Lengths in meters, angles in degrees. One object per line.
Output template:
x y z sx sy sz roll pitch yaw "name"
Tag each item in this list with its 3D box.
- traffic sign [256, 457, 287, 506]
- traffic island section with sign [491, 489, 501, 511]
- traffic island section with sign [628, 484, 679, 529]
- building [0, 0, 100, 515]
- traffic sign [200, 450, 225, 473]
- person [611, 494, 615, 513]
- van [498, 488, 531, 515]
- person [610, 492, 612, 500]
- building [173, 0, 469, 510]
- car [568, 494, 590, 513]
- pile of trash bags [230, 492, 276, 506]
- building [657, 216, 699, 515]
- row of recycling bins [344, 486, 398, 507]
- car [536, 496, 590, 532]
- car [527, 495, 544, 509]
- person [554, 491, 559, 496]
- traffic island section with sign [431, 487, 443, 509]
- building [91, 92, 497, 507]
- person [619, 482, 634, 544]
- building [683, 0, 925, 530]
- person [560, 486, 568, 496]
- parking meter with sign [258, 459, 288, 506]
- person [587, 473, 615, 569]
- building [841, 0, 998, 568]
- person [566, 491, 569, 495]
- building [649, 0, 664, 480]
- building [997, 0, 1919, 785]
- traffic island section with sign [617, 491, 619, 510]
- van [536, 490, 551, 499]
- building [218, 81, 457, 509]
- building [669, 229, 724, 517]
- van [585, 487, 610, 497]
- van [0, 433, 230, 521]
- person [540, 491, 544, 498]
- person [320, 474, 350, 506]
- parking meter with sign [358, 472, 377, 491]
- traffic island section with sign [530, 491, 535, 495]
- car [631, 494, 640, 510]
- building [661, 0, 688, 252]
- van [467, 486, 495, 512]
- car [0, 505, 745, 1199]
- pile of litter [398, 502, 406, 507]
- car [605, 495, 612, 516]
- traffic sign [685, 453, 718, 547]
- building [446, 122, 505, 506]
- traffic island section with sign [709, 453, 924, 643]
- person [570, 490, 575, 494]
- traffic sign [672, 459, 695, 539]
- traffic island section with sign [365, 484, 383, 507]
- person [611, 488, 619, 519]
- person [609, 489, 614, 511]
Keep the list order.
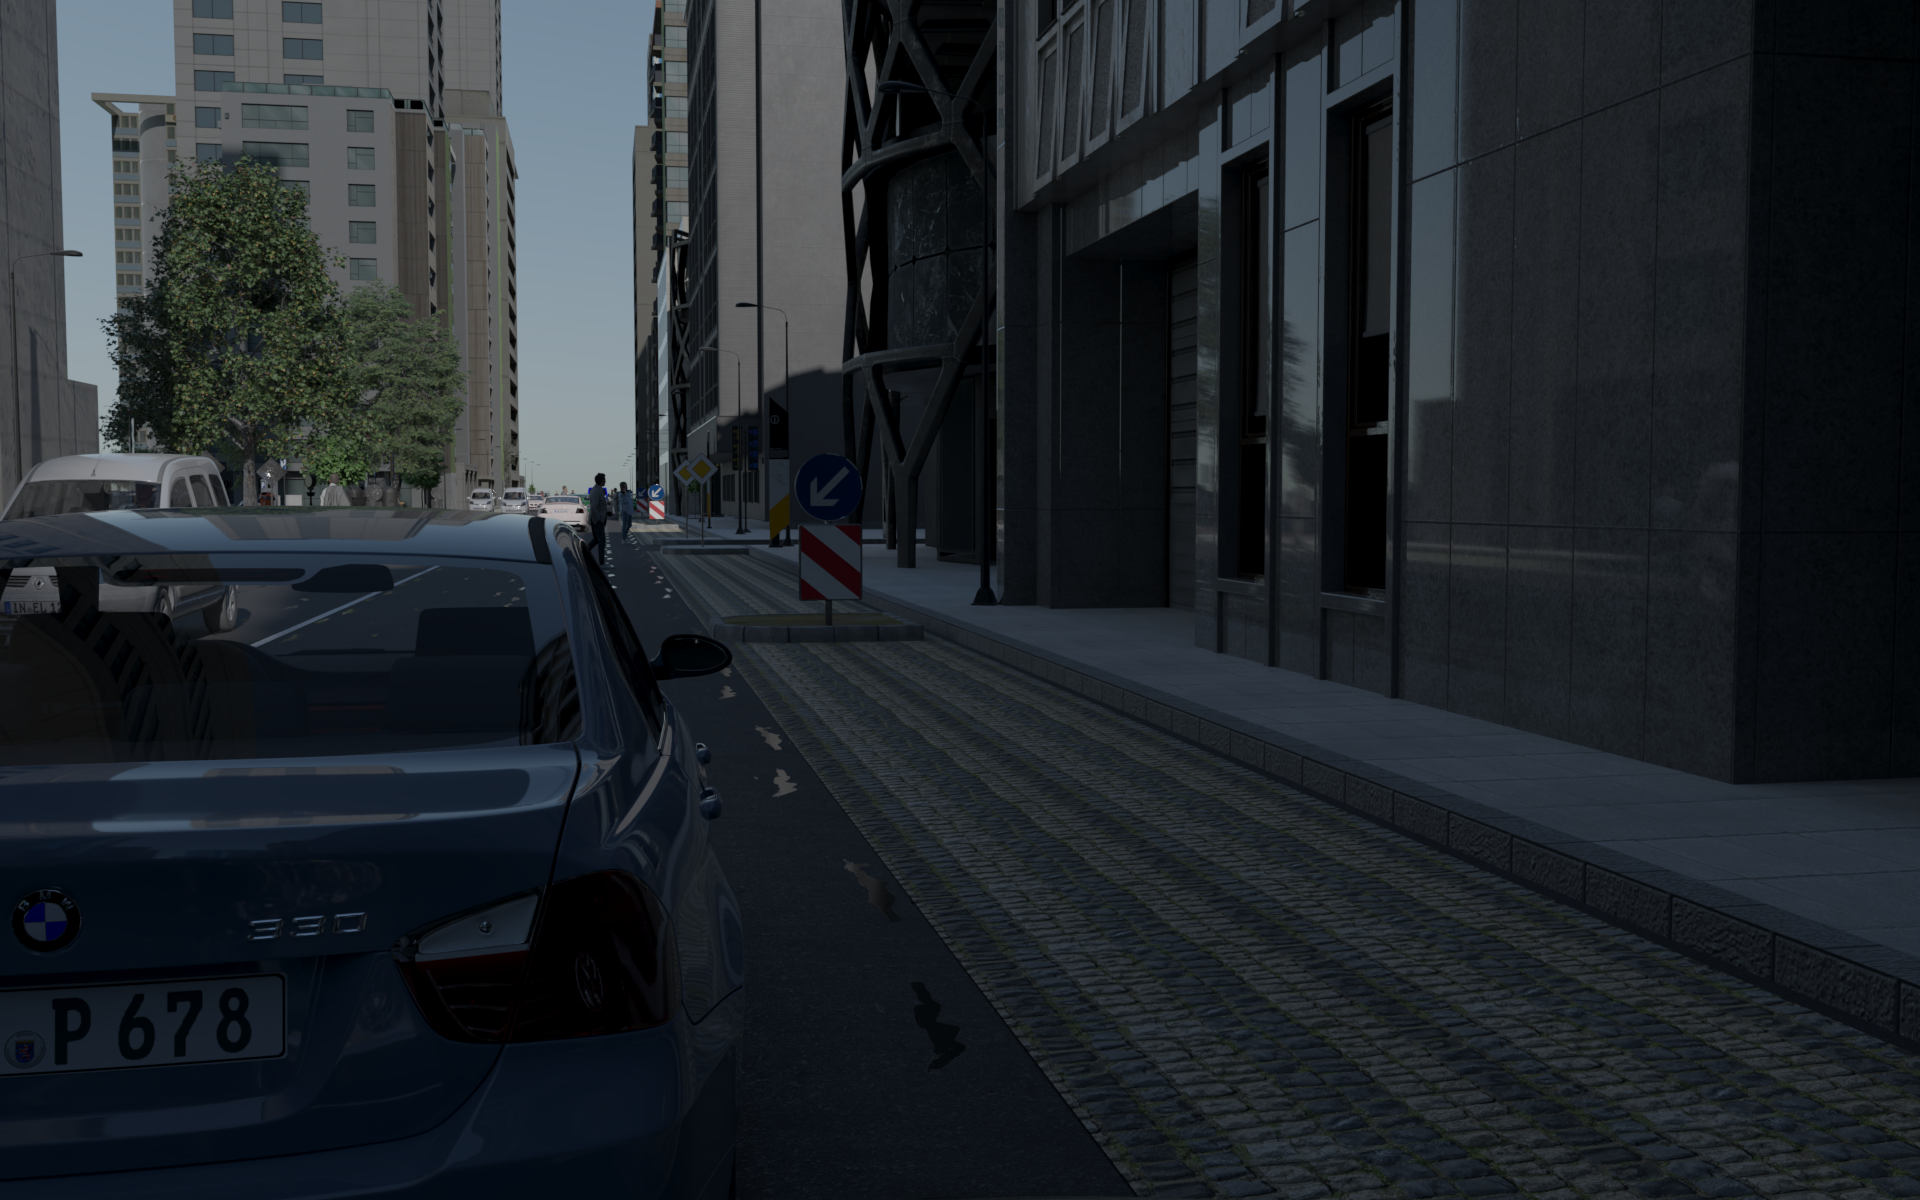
-18.875 -2.684 47.526 0.795 2.450 0.064 -1 4 -12 "traffic sign"
-38.784 -8.278 143.981 1.989 1.847 2.006 -1 4 -12 "traffic island section with sign"
-12.779 -3.889 72.215 1.989 1.847 2.006 -1 4 -12 "traffic island section with sign"
-27.425 -35.883 24.944 20.611 71.187 20.563 -1 4 -12 "building"
-17.263 -2.206 39.705 0.795 2.450 0.064 -1 4 -12 "traffic sign"
-26.360 -7.367 132.166 0.599 1.433 0.991 1 4 14 "person"
-28.578 -6.374 111.222 2.013 2.044 4.112 -1 4 -12 "van"
-35.681 -10.303 177.629 0.621 1.740 0.551 1 4 13 "person"
-50.777 -43.006 141.400 20.563 71.187 20.611 -1 4 -12 "building"
-21.239 -5.193 96.704 2.131 1.459 4.920 -1 4 -11 "car"
-28.934 -3.667 69.710 3.447 1.369 1.912 1 4 23 "pile of trash bags"
-14.673 -15.986 116.118 10.420 20.320 16.860 -1 4 -12 "building"
-30.616 -5.007 88.977 3.534 1.692 1.069 0 4 3 "row of recycling bins"
-15.249 -3.320 66.636 2.083 1.381 4.827 -1 4 -11 "car"
-35.886 -8.174 146.002 2.083 1.381 4.827 -1 4 -13 "car"
-48.272 -12.123 207.258 0.990 1.755 0.434 1 4 21 "person"
-28.792 -5.315 95.534 1.989 1.847 2.006 -1 4 -12 "traffic island section with sign"
-61.157 -28.861 163.755 32.217 40.220 23.993 -1 4 -12 "building"
-9.652 -2.521 49.978 0.793 1.790 0.793 -1 4 -16 "person"
-4.070 -17.180 74.408 14.314 27.812 24.014 -1 4 -12 "building"
-17.643 -4.214 77.505 0.767 1.812 0.694 -2 4 -24 "person"
-33.512 -5.366 83.997 0.543 3.016 1.738 3 4 38 "parking meter with sign"
-7.045 -1.525 33.286 0.795 1.843 0.661 -1 4 -9 "person"
5.881 -10.250 35.045 16.820 18.784 16.811 -1 4 -12 "building"
-36.102 -9.116 158.351 0.742 1.727 0.445 0 4 2 "person"
-16.480 -30.686 156.338 22.147 44.769 28.867 -1 4 -12 "building"
8.313 -11.799 10.938 12.078 24.808 19.932 -1 4 -12 "building"
-28.344 -8.504 147.666 1.989 1.847 2.006 -1 4 -12 "traffic island section with sign"
-45.210 -11.055 187.765 2.013 2.044 4.112 -1 4 -11 "van"
-44.715 -21.668 125.981 14.160 30.474 14.107 -1 4 -12 "building"
-8.308 -14.242 100.316 16.820 18.784 16.811 -1 4 -12 "building"
-33.086 -9.401 158.083 2.240 2.365 5.245 -1 4 -12 "van"
-8.190 -0.590 16.654 2.013 2.044 4.112 -1 4 -10 "van"
-38.244 -9.098 157.971 0.721 1.743 1.217 -3 5 -42 "person"
-12.140 -1.535 33.694 0.679 1.850 0.850 1 4 17 "person"
-40.018 -7.330 116.099 1.738 3.016 0.543 -2 4 -28 "parking meter with sign"
-55.606 -13.273 225.640 1.989 1.847 2.006 -1 4 -12 "traffic island section with sign"
-26.119 -7.886 137.736 1.959 1.807 4.718 -1 4 -12 "car"
-15.985 -27.588 134.662 14.154 41.232 14.086 -1 4 -12 "building"
-34.997 -7.321 126.712 2.013 2.044 4.112 -1 4 -12 "van"
-1.521 0.479 4.176 2.014 1.417 4.499 -1 4 -12 "car"
-31.559 -5.101 97.364 1.719 0.858 1.176 2 4 30 "pile of litter"
-24.044 -6.266 114.809 2.083 1.381 4.827 -1 4 -13 "car"
-6.245 -2.343 41.946 0.795 2.450 0.064 -1 4 -12 "traffic sign"
-56.477 -30.638 184.521 14.154 41.232 14.086 -1 4 -12 "building"
-1.524 -0.545 17.531 1.989 1.847 2.006 -1 4 -12 "traffic island section with sign"
-34.653 -8.959 154.997 1.348 1.821 0.705 0 4 0 "person"
-7.857 -2.821 49.767 0.795 2.450 0.064 -1 4 -12 "traffic sign"
-23.339 -3.695 69.046 1.989 1.847 2.006 -1 4 -12 "traffic island section with sign"
-19.987 -5.598 100.209 0.466 1.800 0.511 -3 5 -40 "person"
-28.721 -8.226 142.981 0.705 1.826 1.348 -2 4 -28 "person"
